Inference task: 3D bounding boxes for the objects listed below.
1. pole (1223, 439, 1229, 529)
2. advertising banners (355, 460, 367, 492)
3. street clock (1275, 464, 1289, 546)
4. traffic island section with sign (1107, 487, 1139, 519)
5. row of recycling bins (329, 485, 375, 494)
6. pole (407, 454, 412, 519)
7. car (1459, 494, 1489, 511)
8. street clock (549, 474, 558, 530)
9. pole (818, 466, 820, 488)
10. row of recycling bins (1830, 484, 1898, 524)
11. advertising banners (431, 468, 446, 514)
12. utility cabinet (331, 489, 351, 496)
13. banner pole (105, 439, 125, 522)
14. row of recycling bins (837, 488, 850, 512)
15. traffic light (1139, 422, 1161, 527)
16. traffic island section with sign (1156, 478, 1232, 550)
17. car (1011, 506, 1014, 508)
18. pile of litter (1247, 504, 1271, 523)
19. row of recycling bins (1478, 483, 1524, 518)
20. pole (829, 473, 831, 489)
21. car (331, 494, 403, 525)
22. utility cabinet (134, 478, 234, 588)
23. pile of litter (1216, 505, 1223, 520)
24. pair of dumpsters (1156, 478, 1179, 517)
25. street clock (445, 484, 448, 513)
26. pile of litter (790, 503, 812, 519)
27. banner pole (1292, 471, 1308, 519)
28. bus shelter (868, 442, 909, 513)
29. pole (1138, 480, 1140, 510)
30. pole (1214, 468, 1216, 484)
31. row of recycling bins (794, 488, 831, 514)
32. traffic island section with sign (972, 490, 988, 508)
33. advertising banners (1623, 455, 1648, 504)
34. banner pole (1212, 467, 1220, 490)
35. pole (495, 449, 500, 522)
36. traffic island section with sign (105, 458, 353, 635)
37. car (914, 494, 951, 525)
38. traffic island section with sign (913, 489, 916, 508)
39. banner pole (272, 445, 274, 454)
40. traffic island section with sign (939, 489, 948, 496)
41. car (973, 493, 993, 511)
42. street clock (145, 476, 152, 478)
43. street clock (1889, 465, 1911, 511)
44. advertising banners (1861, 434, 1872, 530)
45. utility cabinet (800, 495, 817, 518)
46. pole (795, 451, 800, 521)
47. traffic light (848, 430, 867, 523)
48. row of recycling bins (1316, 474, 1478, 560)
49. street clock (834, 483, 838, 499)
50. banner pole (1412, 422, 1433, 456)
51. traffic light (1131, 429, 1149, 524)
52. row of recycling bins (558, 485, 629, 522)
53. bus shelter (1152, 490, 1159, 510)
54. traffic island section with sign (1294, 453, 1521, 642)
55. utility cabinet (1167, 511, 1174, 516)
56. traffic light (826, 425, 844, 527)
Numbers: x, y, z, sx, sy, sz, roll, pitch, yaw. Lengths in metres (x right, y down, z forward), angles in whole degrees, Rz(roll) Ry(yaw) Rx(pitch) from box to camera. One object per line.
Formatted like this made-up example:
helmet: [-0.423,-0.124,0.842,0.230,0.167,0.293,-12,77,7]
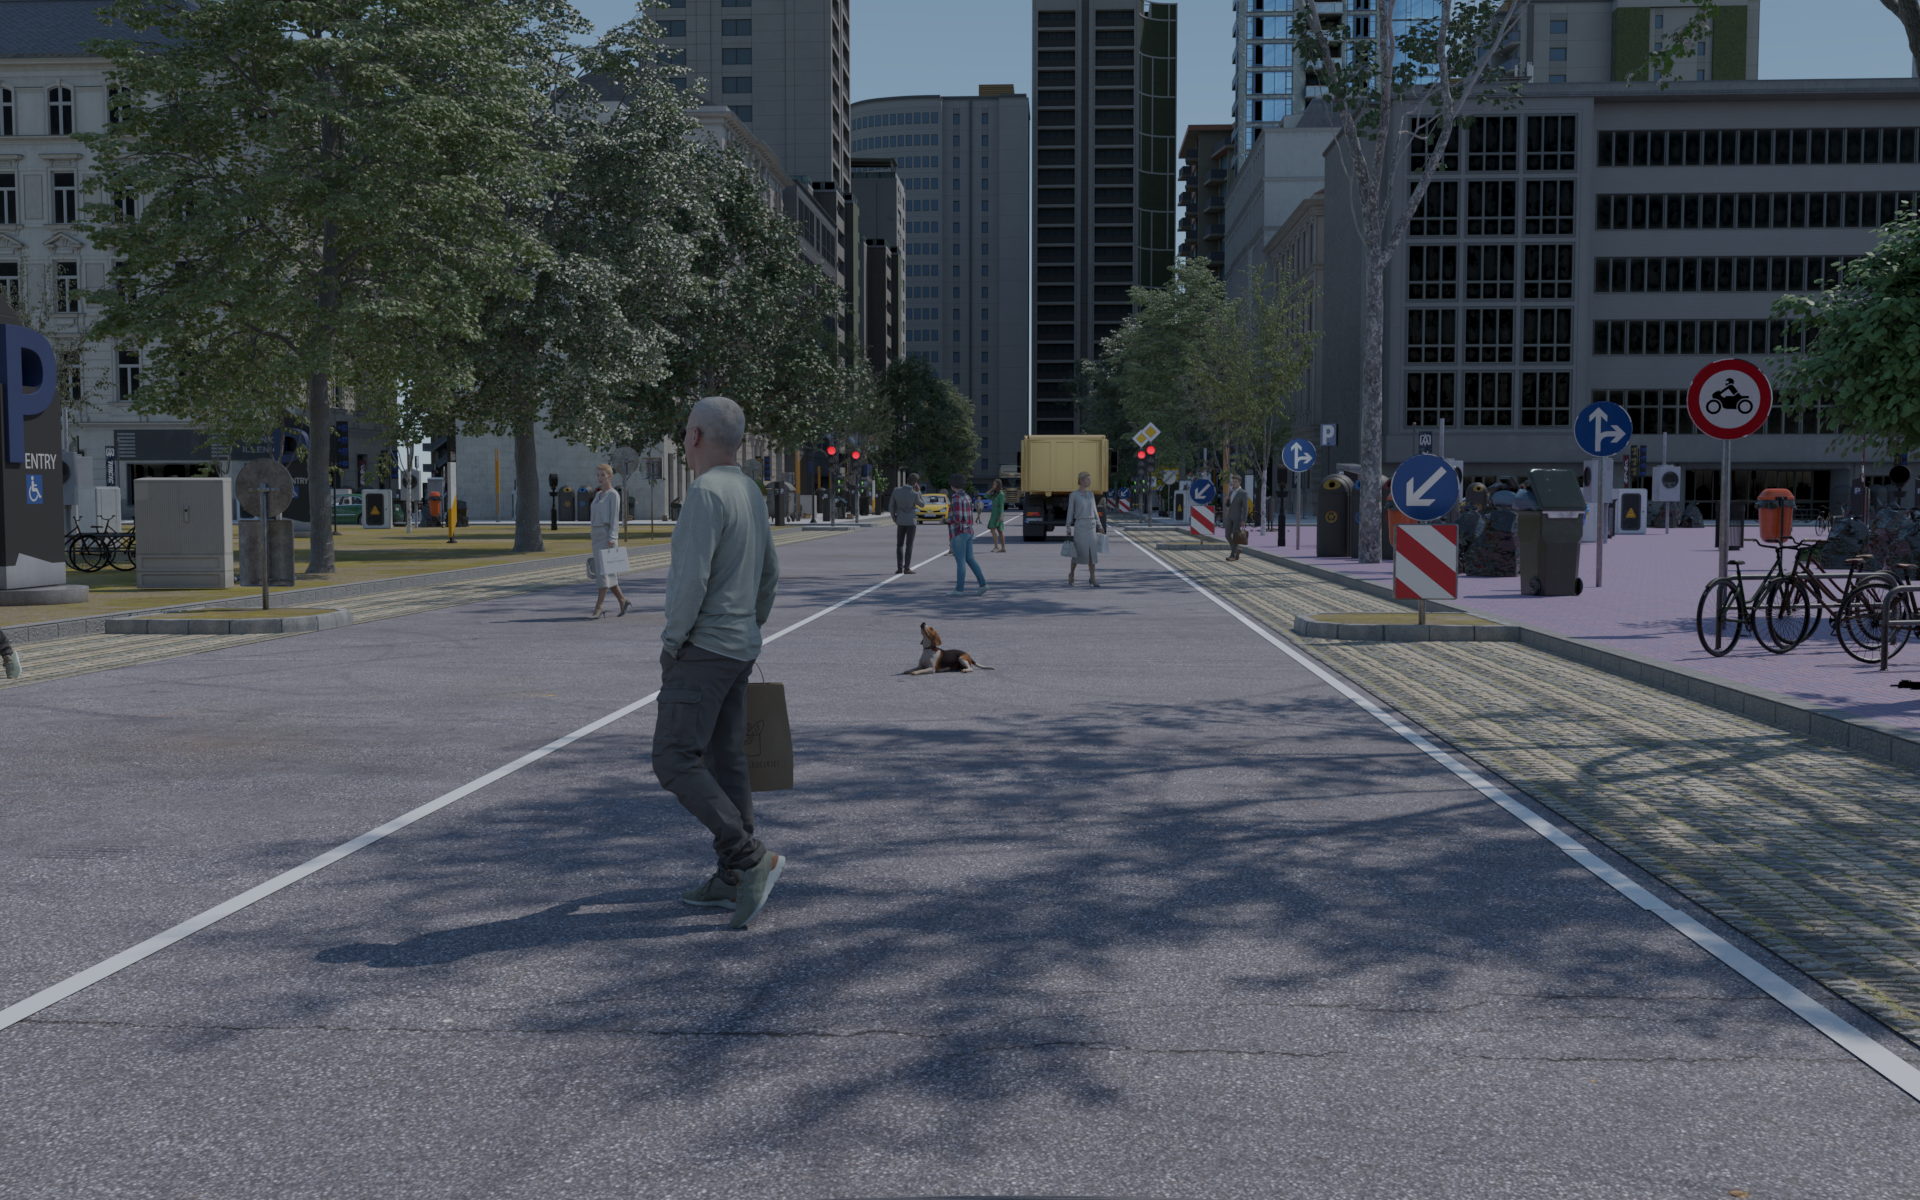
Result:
pole: [9.844,-4.296,64.088,0.158,3.312,0.155,0,3,0]
advertising banners: [-31.366,-5.698,89.344,0.090,3.025,2.074,2,4,27]
street clock: [7.884,-2.314,42.407,0.358,2.002,0.471,0,4,7]
traffic island section with sign: [9.359,-5.595,100.099,1.989,1.847,2.006,0,4,3]
row of recycling bins: [-28.850,-4.470,80.201,3.534,1.692,1.069,-3,5,-40]
pole: [-28.182,-5.801,88.681,0.158,3.312,0.155,0,3,0]
car: [21.204,-3.737,71.319,3.980,1.641,2.015,0,4,3]
street clock: [-14.334,-3.458,61.113,0.358,2.002,0.471,-2,4,-25]
pole: [-10.349,-8.158,127.231,0.158,3.312,0.155,0,3,0]
row of recycling bins: [38.877,-4.107,74.262,3.534,1.692,1.069,-1,4,-21]
advertising banners: [-37.805,-7.931,125.863,0.090,3.025,2.074,1,4,17]
utility cabinet: [-27.871,-4.216,77.603,1.173,1.500,0.318,0,4,8]
banner pole: [-38.644,-5.451,79.141,0.401,3.779,0.863,2,4,32]
row of recycling bins: [-9.481,-7.106,123.301,3.534,1.692,1.069,1,4,12]
traffic light: [7.395,-4.804,67.460,0.839,4.253,0.868,0,4,3]
traffic island section with sign: [6.082,-2.205,44.687,1.989,1.847,2.006,0,4,3]
car: [4.669,-10.206,178.672,2.131,1.459,4.920,0,4,3]
pile of litter: [13.133,-3.891,77.578,1.719,0.858,1.176,1,4,13]
row of recycling bins: [19.672,-3.330,61.559,3.534,1.692,1.069,3,4,39]
pole: [-9.273,-7.971,124.164,0.158,3.312,0.155,0,3,0]
car: [-25.991,-3.743,72.993,4.920,1.459,2.131,0,4,4]
utility cabinet: [-10.438,-0.894,23.294,1.173,1.500,0.318,0,4,-2]
pile of litter: [13.306,-4.481,87.229,1.719,0.858,1.176,0,4,6]
pair of dumpsters: [11.846,-5.768,96.799,1.574,2.255,4.437,0,4,3]
street clock: [-35.353,-7.024,119.404,0.471,2.002,0.358,-2,4,-24]
pile of litter: [-8.217,-4.679,90.461,1.176,0.858,1.719,3,4,38]
banner pole: [17.490,-6.066,89.195,0.863,3.779,0.401,1,4,21]
bus shelter: [-5.105,-8.821,121.847,2.179,5.291,8.768,0,4,4]
pole: [14.126,-8.700,136.084,0.158,3.312,0.155,0,3,0]
pole: [19.810,-8.610,134.623,0.158,3.312,0.155,0,3,0]
row of recycling bins: [-10.280,-6.494,113.292,3.534,1.692,1.069,-2,4,-34]
traffic island section with sign: [1.806,-10.376,178.269,1.989,1.847,2.006,0,4,3]
advertising banners: [29.726,-4.900,76.302,0.090,3.025,2.074,-1,4,-8]
banner pole: [20.379,-9.082,138.511,0.863,3.779,0.401,-1,4,-14]
pole: [-21.030,-5.194,78.757,0.158,3.312,0.155,0,3,0]
traffic island section with sign: [-7.659,-0.604,18.497,1.989,1.847,2.006,0,4,3]
car: [-1.268,-4.421,82.512,2.015,1.641,3.980,0,4,4]
traffic island section with sign: [-2.778,-5.639,100.825,1.989,1.847,2.006,0,4,3]
banner pole: [-30.521,-5.377,77.935,0.863,3.779,0.401,-1,4,-9]
traffic island section with sign: [-1.141,-7.319,128.289,1.989,1.847,2.006,0,4,3]
car: [2.039,-8.235,144.231,1.945,1.707,3.694,0,4,4]
street clock: [-32.763,-4.000,69.973,0.358,2.002,0.471,-3,4,-36]
street clock: [23.583,-2.381,43.492,0.471,2.002,0.358,2,4,35]
advertising banners: [20.413,-2.621,39.036,0.090,3.025,2.074,2,4,32]
utility cabinet: [-8.097,-4.946,92.024,1.020,1.237,0.306,2,4,31]
pole: [-7.590,-5.334,81.059,0.158,3.312,0.155,0,3,0]
traffic light: [-4.523,-5.335,76.147,0.839,4.253,0.868,0,4,3]
row of recycling bins: [8.461,-1.666,34.357,1.069,1.692,3.534,-2,4,-32]
street clock: [-7.568,-6.183,105.665,0.471,2.002,0.358,-1,4,-14]
banner pole: [16.101,-4.317,60.594,0.863,3.779,0.401,1,4,11]
traffic light: [7.867,-5.291,75.431,0.839,4.253,0.868,0,4,3]
row of recycling bins: [-17.219,-4.542,81.376,3.534,1.692,1.069,1,4,13]
bus shelter: [15.210,-8.536,133.488,2.014,3.302,5.546,0,4,3]
traffic island section with sign: [4.481,-0.555,17.697,1.989,1.847,2.006,0,4,3]
utility cabinet: [12.550,-5.538,101.716,0.306,1.237,1.020,2,4,35]
traffic light: [-4.995,-4.847,68.176,0.839,4.253,0.868,0,4,3]
